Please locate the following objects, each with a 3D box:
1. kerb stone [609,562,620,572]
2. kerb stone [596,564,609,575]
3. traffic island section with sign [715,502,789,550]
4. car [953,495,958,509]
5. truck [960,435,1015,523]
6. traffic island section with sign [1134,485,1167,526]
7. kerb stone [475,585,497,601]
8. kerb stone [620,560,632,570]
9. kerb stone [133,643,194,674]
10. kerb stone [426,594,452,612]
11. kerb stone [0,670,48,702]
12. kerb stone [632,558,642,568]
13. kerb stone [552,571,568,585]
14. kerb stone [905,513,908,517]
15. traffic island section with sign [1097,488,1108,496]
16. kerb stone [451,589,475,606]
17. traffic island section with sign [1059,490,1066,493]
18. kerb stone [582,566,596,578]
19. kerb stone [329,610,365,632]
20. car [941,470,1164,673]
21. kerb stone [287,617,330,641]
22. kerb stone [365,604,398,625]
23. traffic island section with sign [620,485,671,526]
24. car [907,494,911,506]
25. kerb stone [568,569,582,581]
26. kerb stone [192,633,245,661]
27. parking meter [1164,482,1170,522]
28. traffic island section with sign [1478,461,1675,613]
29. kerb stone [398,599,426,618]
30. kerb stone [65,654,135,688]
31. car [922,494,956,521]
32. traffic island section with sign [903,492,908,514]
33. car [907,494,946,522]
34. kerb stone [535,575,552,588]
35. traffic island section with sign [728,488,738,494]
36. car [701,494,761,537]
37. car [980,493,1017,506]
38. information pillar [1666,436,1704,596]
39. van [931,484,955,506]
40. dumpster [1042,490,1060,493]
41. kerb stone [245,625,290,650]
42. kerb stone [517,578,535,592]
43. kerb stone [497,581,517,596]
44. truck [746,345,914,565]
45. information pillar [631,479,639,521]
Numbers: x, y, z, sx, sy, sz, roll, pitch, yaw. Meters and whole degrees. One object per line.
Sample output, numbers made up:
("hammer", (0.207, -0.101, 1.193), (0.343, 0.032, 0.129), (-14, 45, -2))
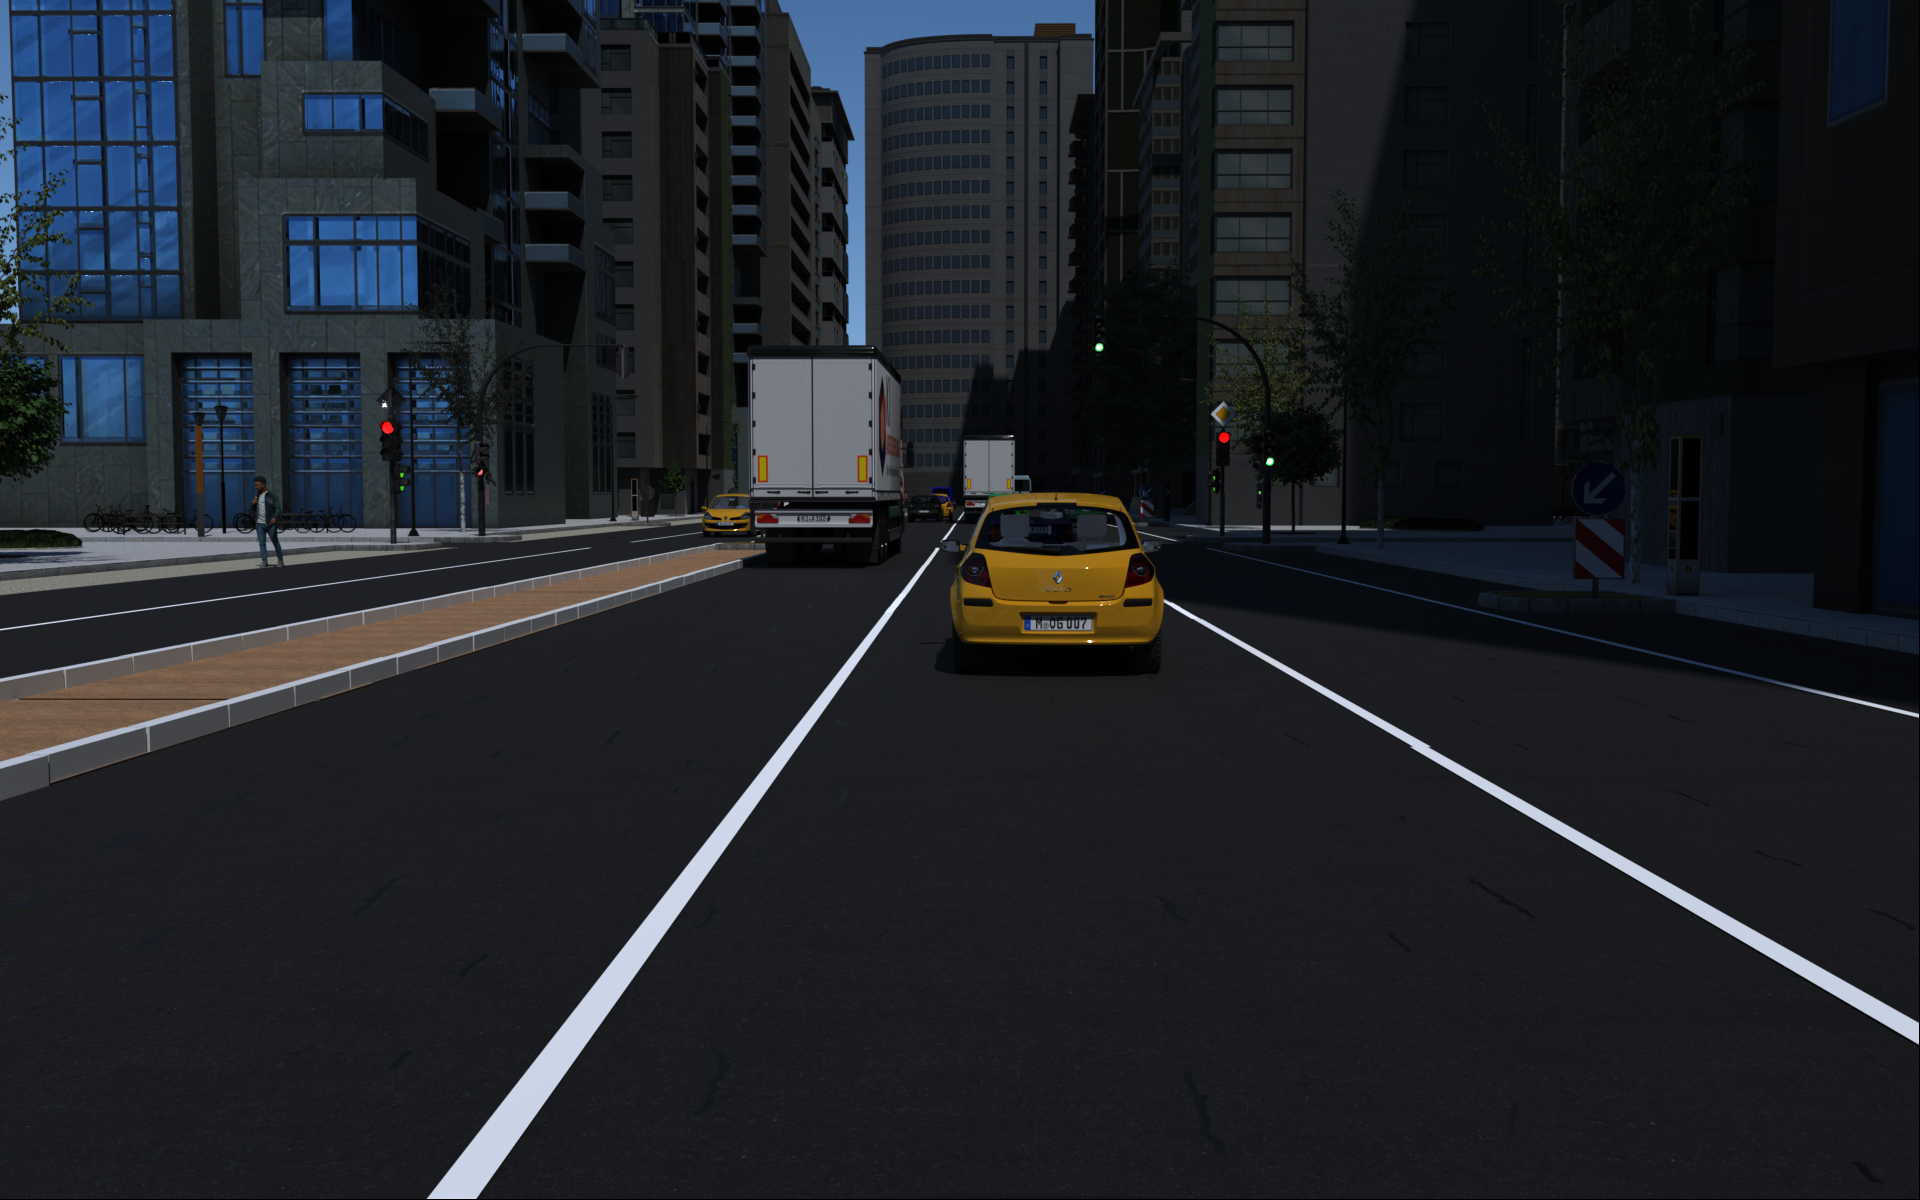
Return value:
("kerb stone", (-6.419, -0.578, 31.638), (0.120, 0.150, 1.000), (0, 4, 1))
("kerb stone", (-6.423, -0.515, 30.616), (0.120, 0.150, 1.000), (0, 4, 1))
("traffic island section with sign", (-5.216, -2.248, 44.892), (2.006, 1.907, 1.989), (0, 4, 1))
("car", (-1.255, -9.945, 172.383), (2.009, 1.686, 4.222), (0, 4, 0))
("truck", (1.412, -6.049, 87.809), (2.839, 4.237, 11.283), (0, 4, 0))
("traffic island section with sign", (8.228, -4.234, 77.846), (1.989, 1.847, 2.006), (0, 4, 1))
("kerb stone", (-6.495, -0.074, 23.410), (0.120, 0.150, 1.000), (0, 4, 1))
("kerb stone", (-6.401, -0.640, 32.662), (0.120, 0.150, 1.000), (0, 4, 1))
("kerb stone", (-6.588, 0.489, 14.194), (0.120, 0.150, 1.000), (0, 4, 1))
("kerb stone", (-6.515, 0.054, 21.365), (0.120, 0.150, 1.000), (0, 4, 1))
("kerb stone", (-6.610, 0.615, 12.151), (0.120, 0.150, 1.000), (0, 4, 1))
("kerb stone", (-6.392, -0.700, 33.684), (0.120, 0.150, 1.000), (0, 4, 1))
("kerb stone", (-6.443, -0.326, 27.528), (0.120, 0.150, 1.000), (0, 4, 1))
("kerb stone", (-3.442, -5.750, 116.211), (0.120, 0.150, 1.000), (0, 4, 1))
("traffic island section with sign", (8.506, -5.895, 105.014), (1.989, 1.847, 2.006), (0, 4, 1))
("kerb stone", (-6.509, -0.011, 22.387), (0.120, 0.150, 1.000), (0, 4, 1))
("traffic island section with sign", (9.028, -8.978, 155.411), (1.989, 1.847, 2.006), (0, 4, 1))
("kerb stone", (-6.428, -0.452, 29.591), (0.120, 0.150, 1.000), (0, 4, 1))
("kerb stone", (-6.546, 0.239, 18.290), (0.120, 0.150, 1.000), (0, 4, 1))
("car", (0.814, -0.311, 15.315), (2.015, 1.641, 3.980), (0, 4, 2))
("kerb stone", (-6.556, 0.301, 17.266), (0.120, 0.150, 1.000), (0, 4, 1))
("kerb stone", (-6.528, 0.176, 19.317), (0.120, 0.150, 1.000), (0, 4, 1))
("traffic island section with sign", (-13.990, -4.202, 77.338), (1.989, 1.847, 2.006), (0, 4, 1))
("car", (-6.547, -11.363, 197.586), (2.131, 1.459, 4.920), (0, 4, 2))
("kerb stone", (-6.443, -0.389, 28.557), (0.120, 0.150, 1.000), (0, 4, 1))
("kerb stone", (-6.575, 0.427, 15.216), (0.120, 0.150, 1.000), (0, 4, 1))
("parking meter", (9.697, -4.604, 80.989), (0.255, 1.863, 0.399), (1, 4, 9))
("traffic island section with sign", (7.666, -0.808, 21.835), (1.989, 1.847, 2.006), (0, 4, 1))
("kerb stone", (-6.521, 0.114, 20.339), (0.120, 0.150, 1.000), (0, 4, 1))
("kerb stone", (-6.596, 0.554, 13.173), (0.120, 0.150, 1.000), (0, 4, 1))
("car", (-1.231, -5.155, 94.501), (2.015, 1.641, 3.980), (0, 3, 0))
("traffic island section with sign", (-4.372, -7.296, 127.434), (2.006, 1.907, 1.989), (0, 4, 1))
("car", (-1.757, -4.851, 89.100), (2.009, 1.686, 4.222), (0, 4, 2))
("kerb stone", (-6.460, -0.263, 26.501), (0.120, 0.150, 1.000), (0, 4, 1))
("traffic island section with sign", (-13.706, -5.871, 104.622), (1.989, 1.847, 2.006), (0, 4, 1))
("car", (-7.729, -2.984, 59.018), (2.015, 1.641, 3.980), (0, 3, 0))
("car", (1.758, -3.597, 67.609), (1.959, 1.807, 4.718), (0, 4, 1))
("information pillar", (9.163, -1.064, 21.896), (0.304, 2.012, 0.304), (0, 4, -1))
("van", (-1.586, -9.377, 157.704), (2.240, 2.365, 5.245), (0, 4, 2))
("dumpster", (8.862, -9.822, 168.803), (1.865, 1.857, 1.264), (0, 4, 1))
("kerb stone", (-6.572, 0.367, 16.245), (0.120, 0.150, 1.000), (0, 4, 1))
("kerb stone", (-6.473, -0.199, 25.465), (0.120, 0.150, 1.000), (0, 4, 1))
("kerb stone", (-6.481, -0.133, 24.438), (0.120, 0.150, 1.000), (0, 4, 1))
("truck", (-2.658, -3.018, 38.251), (2.839, 4.237, 11.283), (0, 4, 1))
("information pillar", (-15.733, -4.854, 83.857), (0.304, 2.012, 0.304), (0, 4, 0))
